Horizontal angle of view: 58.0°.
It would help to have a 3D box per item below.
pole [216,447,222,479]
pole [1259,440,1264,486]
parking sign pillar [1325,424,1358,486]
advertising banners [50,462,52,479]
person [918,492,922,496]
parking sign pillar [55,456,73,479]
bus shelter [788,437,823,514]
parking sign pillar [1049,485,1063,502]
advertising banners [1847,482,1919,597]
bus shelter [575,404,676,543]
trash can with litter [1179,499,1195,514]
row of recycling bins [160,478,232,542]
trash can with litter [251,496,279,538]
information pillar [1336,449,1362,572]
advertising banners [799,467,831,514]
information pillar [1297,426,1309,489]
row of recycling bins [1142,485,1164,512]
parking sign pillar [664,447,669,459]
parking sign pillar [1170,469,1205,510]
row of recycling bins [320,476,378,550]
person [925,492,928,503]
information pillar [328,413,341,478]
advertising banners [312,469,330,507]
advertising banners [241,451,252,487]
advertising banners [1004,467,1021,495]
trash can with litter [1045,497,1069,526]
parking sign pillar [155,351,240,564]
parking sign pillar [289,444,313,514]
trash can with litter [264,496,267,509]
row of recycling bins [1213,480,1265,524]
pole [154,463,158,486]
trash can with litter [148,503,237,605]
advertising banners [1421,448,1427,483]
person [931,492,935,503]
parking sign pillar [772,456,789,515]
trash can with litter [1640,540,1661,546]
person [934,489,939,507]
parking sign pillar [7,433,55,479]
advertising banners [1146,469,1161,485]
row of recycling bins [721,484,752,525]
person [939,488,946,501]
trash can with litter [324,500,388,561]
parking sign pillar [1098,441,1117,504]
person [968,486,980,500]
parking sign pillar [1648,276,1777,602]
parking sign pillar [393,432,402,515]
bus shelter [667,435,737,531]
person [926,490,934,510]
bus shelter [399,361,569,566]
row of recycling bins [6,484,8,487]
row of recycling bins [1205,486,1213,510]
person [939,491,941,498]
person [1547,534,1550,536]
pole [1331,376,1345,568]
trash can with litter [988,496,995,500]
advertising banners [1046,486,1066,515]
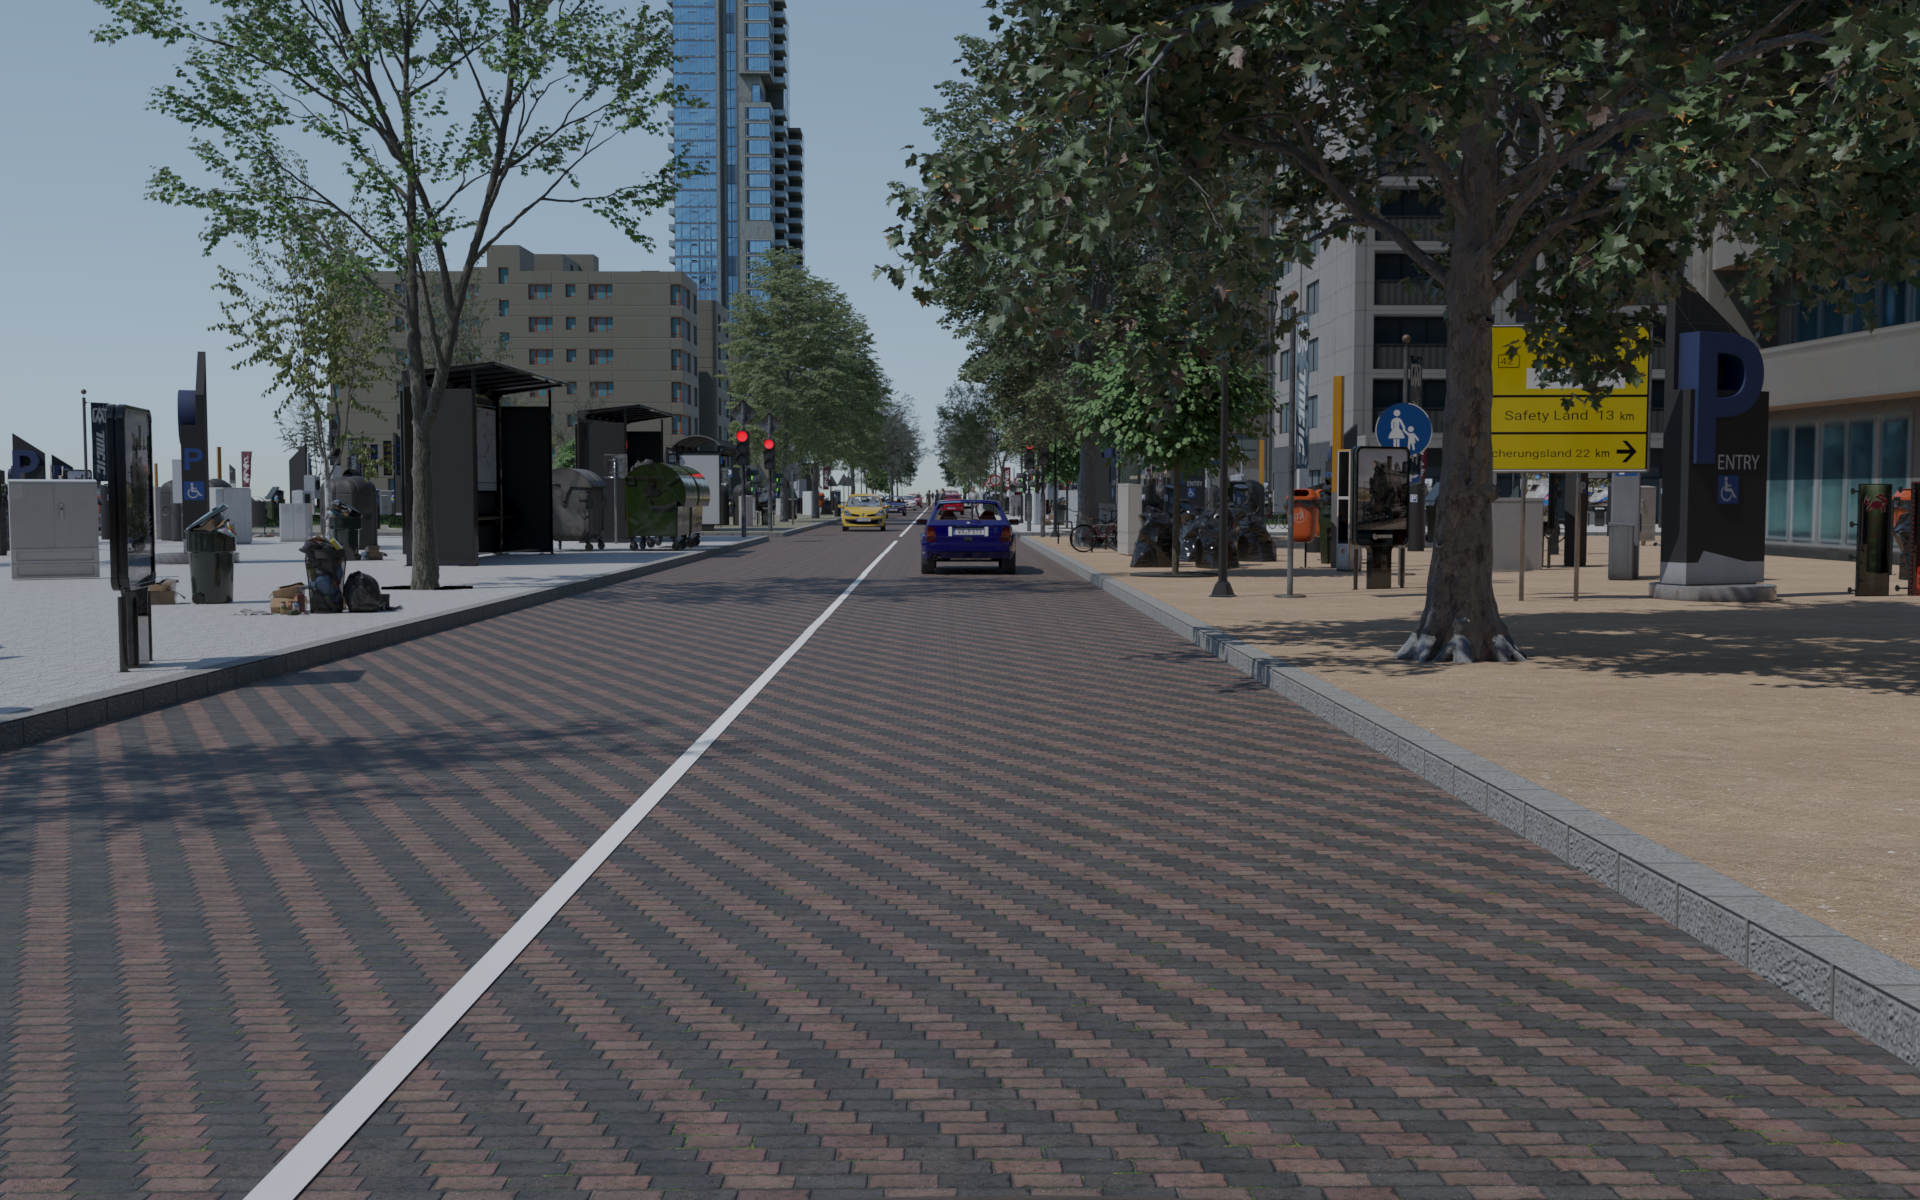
[{"bbox_3d":[-31.886,-4.939,74.600,0.158,3.312,0.155,0,3,0],"label":"pole"},{"bbox_3d":[11.405,-4.382,65.492,0.158,3.312,0.155,0,3,0],"label":"pole"},{"bbox_3d":[14.528,-4.744,66.030,1.447,3.967,1.447,-2,4,-35],"label":"parking sign pillar"},{"bbox_3d":[-48.153,-5.839,91.657,0.090,3.025,2.074,-2,4,-30],"label":"advertising banners"},{"bbox_3d":[-6.368,-15.762,266.943,1.217,1.736,0.721,0,4,-7],"label":"person"},{"bbox_3d":[-60.656,-7.871,117.158,1.447,3.967,1.447,-2,4,-35],"label":"parking sign pillar"},{"bbox_3d":[-10.694,-8.589,118.065,2.179,5.291,8.768,0,4,-1],"label":"bus shelter"},{"bbox_3d":[6.338,-7.693,114.253,1.447,3.967,1.447,-1,4,-16],"label":"parking sign pillar"},{"bbox_3d":[12.144,-1.563,21.743,2.074,3.025,0.090,-1,4,-10],"label":"advertising banners"},{"bbox_3d":[-9.254,-3.490,48.341,1.731,3.624,6.357,0,4,-1],"label":"bus shelter"},{"bbox_3d":[11.014,-4.515,85.208,0.624,1.170,1.055,3,5,40],"label":"trash can with litter"},{"bbox_3d":[-20.643,-2.425,46.765,1.069,1.692,3.534,-3,5,-44],"label":"row of recycling bins"},{"bbox_3d":[-21.269,-2.467,51.393,2.233,1.210,1.678,0,4,-5],"label":"trash can with litter"},{"bbox_3d":[6.448,-1.478,28.654,0.304,2.012,0.304,-2,4,-33],"label":"information pillar"},{"bbox_3d":[-9.287,-7.028,111.100,2.074,3.025,0.090,-1,4,-19],"label":"advertising banners"},{"bbox_3d":[9.899,-3.589,50.043,0.504,3.616,0.183,-3,5,-43],"label":"information pillar"},{"bbox_3d":[9.636,-4.488,80.495,3.534,1.692,1.069,-3,5,-40],"label":"row of recycling bins"},{"bbox_3d":[-16.770,-6.795,99.571,1.447,3.967,1.447,-1,4,-18],"label":"parking sign pillar"},{"bbox_3d":[8.455,-4.635,64.249,1.447,3.967,1.447,-2,4,-29],"label":"parking sign pillar"},{"bbox_3d":[-14.573,-2.079,41.103,1.069,1.692,3.534,-2,4,-27],"label":"row of recycling bins"},{"bbox_3d":[-5.392,-16.809,283.416,1.350,1.814,0.705,-2,4,-31],"label":"person"},{"bbox_3d":[-18.162,-3.608,50.345,0.183,3.616,0.504,1,4,10],"label":"information pillar"},{"bbox_3d":[-44.737,-7.630,120.932,2.074,3.025,0.090,-3,5,-44],"label":"advertising banners"},{"bbox_3d":[-29.791,-4.565,70.820,2.074,3.025,0.090,1,4,16],"label":"advertising banners"},{"bbox_3d":[3.779,-7.079,111.927,2.074,3.025,0.090,0,4,6],"label":"advertising banners"},{"bbox_3d":[3.850,-3.618,70.547,1.055,1.170,0.624,-1,4,-22],"label":"trash can with litter"},{"bbox_3d":[-14.207,-2.672,32.161,1.447,3.967,1.447,-1,4,-21],"label":"parking sign pillar"},{"bbox_3d":[-35.507,-6.409,93.257,1.447,3.967,1.447,2,4,29],"label":"parking sign pillar"},{"bbox_3d":[-40.096,-5.488,101.111,1.055,1.170,0.624,1,4,23],"label":"trash can with litter"},{"bbox_3d":[8.264,-2.661,50.627,1.069,1.692,3.534,0,4,0],"label":"row of recycling bins"},{"bbox_3d":[-53.218,-7.393,114.717,0.158,3.312,0.155,0,3,0],"label":"pole"},{"bbox_3d":[-8.987,-0.538,20.186,1.055,1.170,0.624,-1,4,-21],"label":"trash can with litter"},{"bbox_3d":[11.018,-2.955,44.499,2.074,3.025,0.090,1,4,13],"label":"advertising banners"},{"bbox_3d":[-4.551,-17.206,289.919,1.348,1.812,0.705,0,4,-2],"label":"person"},{"bbox_3d":[-11.271,-7.371,108.989,1.447,3.967,1.447,2,4,29],"label":"parking sign pillar"},{"bbox_3d":[17.600,-1.940,42.775,2.233,1.210,1.678,2,4,24],"label":"trash can with litter"},{"bbox_3d":[-1.795,-7.576,132.544,0.526,1.800,0.537,-2,4,-23],"label":"person"},{"bbox_3d":[-41.240,-5.396,76.697,1.447,3.967,1.447,-1,4,-11],"label":"parking sign pillar"},{"bbox_3d":[13.872,-7.797,123.675,0.090,3.025,2.074,-2,4,-24],"label":"advertising banners"},{"bbox_3d":[-10.267,-3.914,71.113,3.534,1.692,1.069,0,4,2],"label":"row of recycling bins"},{"bbox_3d":[-1.166,-5.803,103.651,0.573,1.790,0.520,2,4,23],"label":"person"},{"bbox_3d":[-11.685,-1.353,33.517,0.624,1.170,1.055,3,5,43],"label":"trash can with litter"},{"bbox_3d":[5.114,-4.388,60.218,1.447,3.967,1.447,1,4,16],"label":"parking sign pillar"},{"bbox_3d":[0.744,-4.931,88.960,0.661,1.843,0.795,2,4,25],"label":"person"},{"bbox_3d":[9.220,-1.997,21.123,1.447,3.967,1.447,-2,4,-24],"label":"parking sign pillar"},{"bbox_3d":[-24.347,-5.376,76.371,1.447,3.967,1.447,2,4,26],"label":"parking sign pillar"},{"bbox_3d":[-9.023,-4.161,61.949,2.014,3.302,5.546,0,4,-1],"label":"bus shelter"},{"bbox_3d":[-2.819,-9.290,160.390,0.705,1.824,1.348,2,4,30],"label":"person"},{"bbox_3d":[-9.121,-2.598,33.757,1.731,3.624,6.357,0,4,-1],"label":"bus shelter"},{"bbox_3d":[-53.453,-5.563,98.062,1.069,1.692,3.534,2,4,34],"label":"row of recycling bins"},{"bbox_3d":[15.551,-5.853,102.805,3.534,1.692,1.069,2,4,24],"label":"row of recycling bins"},{"bbox_3d":[-2.392,-11.794,201.862,0.617,1.759,0.750,3,4,37],"label":"person"},{"bbox_3d":[18.653,-2.742,55.140,0.589,1.601,0.330,-2,4,-28],"label":"person"},{"bbox_3d":[6.537,-2.210,29.971,0.158,3.312,0.155,0,3,0],"label":"pole"},{"bbox_3d":[2.245,-6.009,109.638,1.055,1.170,0.624,3,5,43],"label":"trash can with litter"},{"bbox_3d":[5.883,-6.748,106.515,2.074,3.025,0.090,2,4,34],"label":"advertising banners"}]
